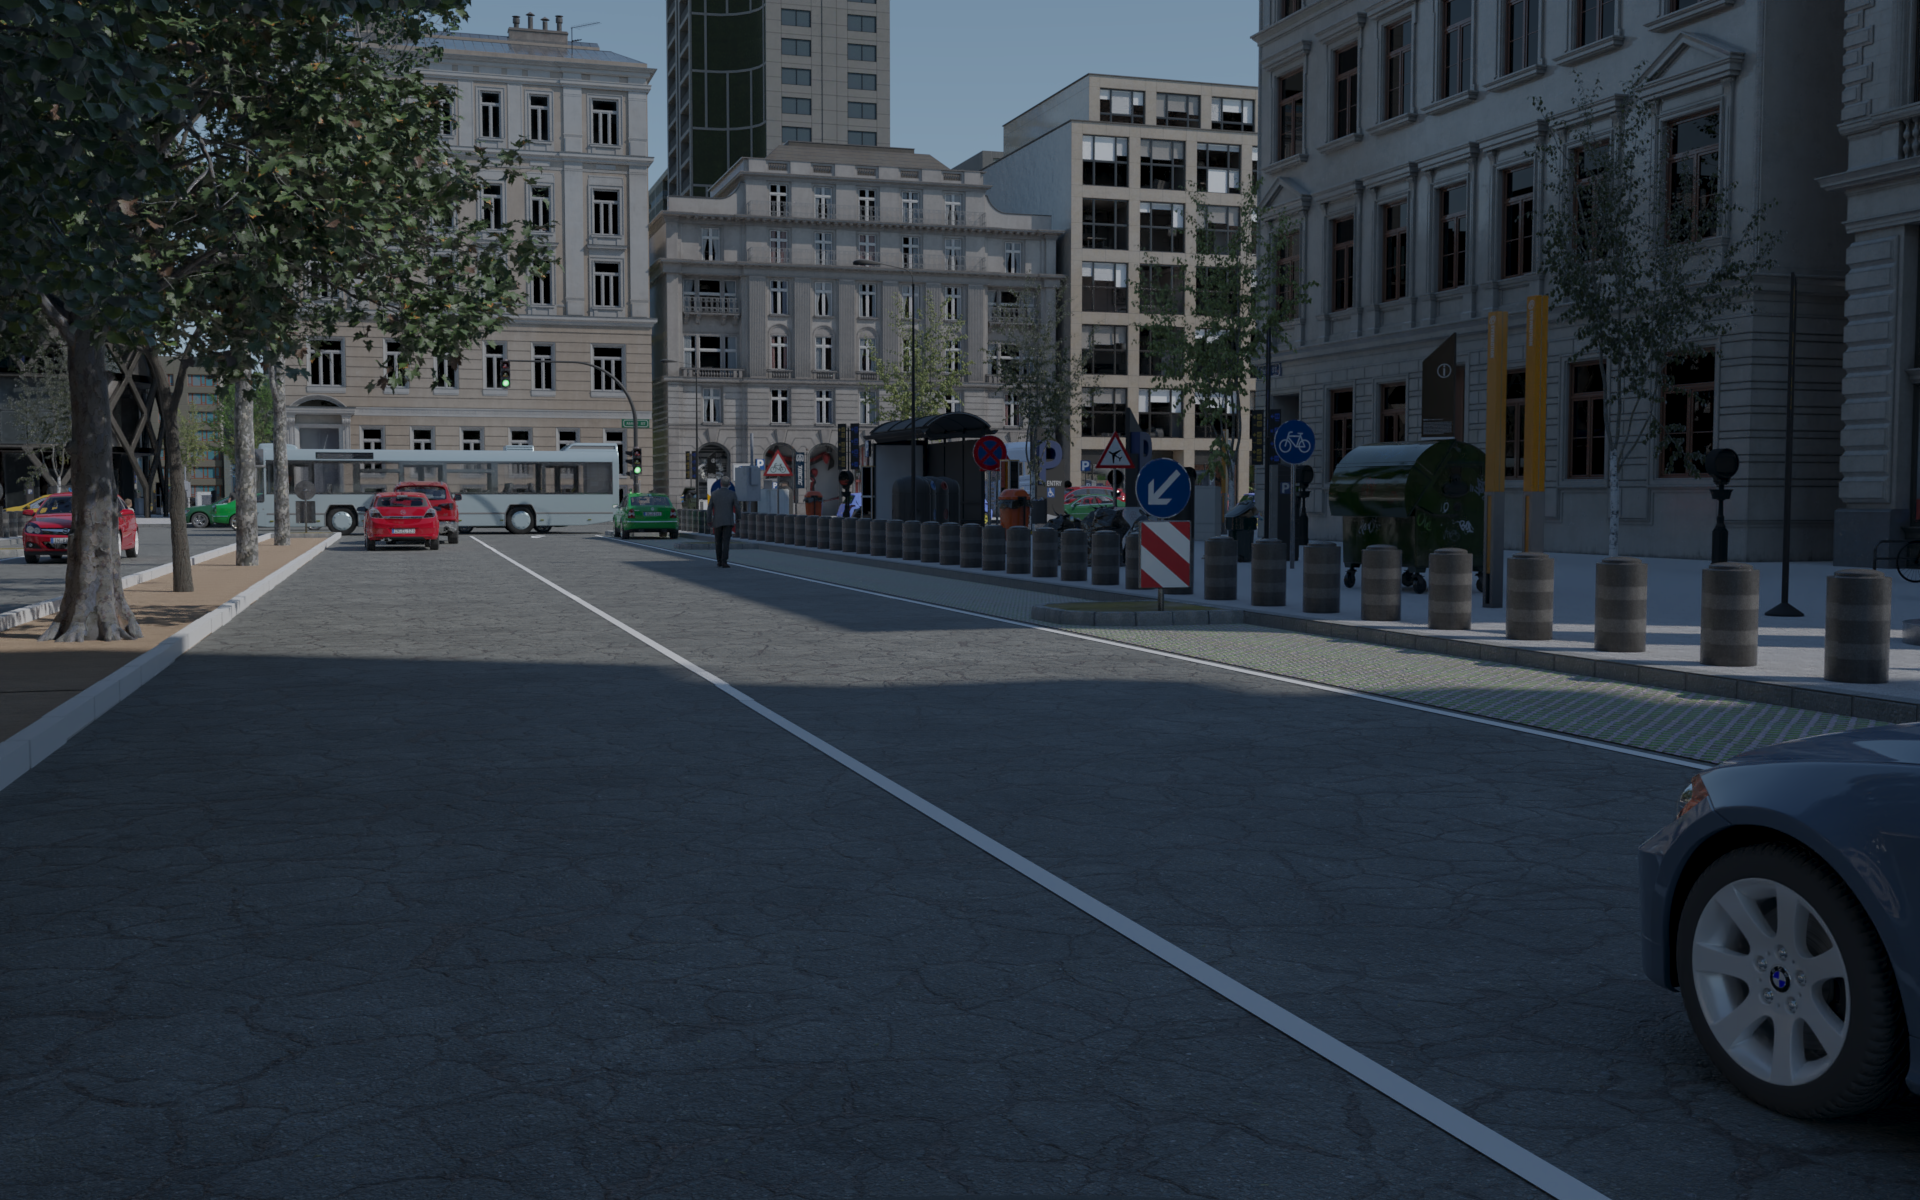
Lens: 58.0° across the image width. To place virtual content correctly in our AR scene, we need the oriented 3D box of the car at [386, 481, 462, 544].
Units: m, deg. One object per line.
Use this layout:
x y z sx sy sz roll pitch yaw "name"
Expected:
-15.870 -2.596 51.111 2.281 1.827 5.304 -1 4 -17 "car"

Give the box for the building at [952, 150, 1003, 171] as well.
7.046 -32.230 210.554 14.086 41.232 14.154 -1 4 -18 "building"

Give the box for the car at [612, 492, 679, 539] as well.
-10.195 -2.888 56.012 1.959 1.807 4.718 -1 4 -16 "car"

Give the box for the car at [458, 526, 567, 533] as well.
-17.121 -3.240 64.770 4.920 1.459 2.131 -1 4 -17 "car"

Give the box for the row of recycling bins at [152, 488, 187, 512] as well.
-54.580 -6.883 119.648 3.534 1.692 1.069 3 4 36 "row of recycling bins"

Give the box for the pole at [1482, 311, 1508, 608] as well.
6.013 -1.567 19.456 0.158 3.312 0.155 0 3 0 "pole"

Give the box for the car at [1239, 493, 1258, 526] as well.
13.567 -3.939 73.991 3.694 1.707 1.945 -1 4 -19 "car"

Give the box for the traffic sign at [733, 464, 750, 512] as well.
-7.381 -3.453 58.594 0.606 2.300 0.079 -1 4 -12 "traffic sign"

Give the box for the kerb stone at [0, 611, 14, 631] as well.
-10.227 0.219 18.617 0.120 0.150 1.000 -1 4 -18 "kerb stone"

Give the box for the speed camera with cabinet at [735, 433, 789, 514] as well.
-6.506 -3.830 56.964 0.660 3.252 2.038 3 4 36 "speed camera with cabinet"

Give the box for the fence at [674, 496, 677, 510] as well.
-13.908 -4.395 83.058 0.480 1.192 2.264 -2 4 -26 "fence"

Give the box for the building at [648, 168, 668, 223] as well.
-21.969 -30.846 196.216 32.217 40.220 23.993 -1 4 -18 "building"

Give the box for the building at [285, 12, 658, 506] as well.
-28.104 -19.102 98.219 20.117 28.700 13.634 -1 4 -18 "building"

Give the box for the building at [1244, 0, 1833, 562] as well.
16.461 -12.624 42.561 11.583 22.565 21.152 -1 4 -18 "building"

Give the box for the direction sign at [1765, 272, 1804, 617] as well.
8.688 -1.599 18.146 0.379 3.537 0.876 2 4 27 "direction sign"

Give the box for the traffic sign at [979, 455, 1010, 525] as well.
0.867 -2.471 40.404 0.884 2.594 0.081 -1 4 -15 "traffic sign"

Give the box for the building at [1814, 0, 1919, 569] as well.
22.924 -11.860 22.789 11.050 23.489 19.941 -1 4 -18 "building"

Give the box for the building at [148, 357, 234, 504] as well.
-119.005 -24.476 245.223 28.899 21.520 27.650 -1 4 -18 "building"

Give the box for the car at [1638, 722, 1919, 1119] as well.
3.169 0.559 2.864 2.014 1.417 4.499 -1 4 -19 "car"

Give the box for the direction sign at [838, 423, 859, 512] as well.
-3.574 -3.887 55.547 0.876 3.537 0.379 3 4 37 "direction sign"

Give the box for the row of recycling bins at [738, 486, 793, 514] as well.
-10.012 -4.939 87.862 3.534 1.692 1.069 2 4 27 "row of recycling bins"

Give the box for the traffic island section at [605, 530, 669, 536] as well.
-11.194 -2.309 60.038 2.009 0.180 2.903 -1 4 -18 "traffic island section"

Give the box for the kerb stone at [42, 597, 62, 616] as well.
-10.859 0.099 20.576 0.120 0.150 1.000 -1 4 -18 "kerb stone"

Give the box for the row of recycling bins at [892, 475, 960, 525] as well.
-0.796 -1.993 39.698 1.069 1.692 3.534 1 4 14 "row of recycling bins"

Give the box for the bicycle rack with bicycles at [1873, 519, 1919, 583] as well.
14.519 -0.673 24.385 2.925 0.926 2.852 -1 4 -11 "bicycle rack with bicycles"

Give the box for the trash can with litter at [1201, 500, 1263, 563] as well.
5.102 -1.290 32.480 1.055 1.170 0.624 -2 4 -26 "trash can with litter"

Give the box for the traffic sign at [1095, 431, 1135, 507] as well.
3.202 -2.196 35.911 0.884 2.594 0.081 -1 4 -16 "traffic sign"

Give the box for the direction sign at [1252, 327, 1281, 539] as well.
4.260 -1.957 24.001 0.379 3.537 0.876 0 4 8 "direction sign"

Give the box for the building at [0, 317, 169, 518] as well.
-51.891 -13.814 93.315 16.811 18.784 16.820 -1 4 -18 "building"

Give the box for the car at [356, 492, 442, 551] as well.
-14.690 -2.227 45.449 2.155 1.783 4.494 -1 4 -20 "car"

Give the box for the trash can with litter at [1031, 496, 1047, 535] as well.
2.807 -2.639 54.197 2.233 1.210 1.678 1 4 23 "trash can with litter"

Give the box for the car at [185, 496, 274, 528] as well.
-30.891 -3.813 74.134 4.920 1.459 2.131 -1 4 -17 "car"

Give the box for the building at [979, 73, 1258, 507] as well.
19.767 -19.087 116.586 34.151 26.468 19.350 -1 4 -18 "building"

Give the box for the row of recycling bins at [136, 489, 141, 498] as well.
-62.822 -7.446 128.858 3.534 1.692 1.069 -3 5 -44 "row of recycling bins"

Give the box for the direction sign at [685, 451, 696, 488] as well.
-14.154 -6.064 91.147 0.876 3.537 0.379 3 5 44 "direction sign"

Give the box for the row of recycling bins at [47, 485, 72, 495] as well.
-41.724 -4.513 80.908 1.069 1.692 3.534 -1 4 -9 "row of recycling bins"

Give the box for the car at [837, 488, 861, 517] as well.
-2.920 -3.536 67.408 3.694 1.707 1.945 -1 4 -19 "car"

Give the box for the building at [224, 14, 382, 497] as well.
-89.083 -57.287 249.306 31.000 86.520 22.319 -1 4 -18 "building"

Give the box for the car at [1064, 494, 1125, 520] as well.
5.611 -4.090 78.675 4.920 1.459 2.131 -1 4 -18 "car"

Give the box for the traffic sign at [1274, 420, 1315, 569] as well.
5.711 -1.810 29.699 0.768 2.556 0.104 -1 4 -15 "traffic sign"

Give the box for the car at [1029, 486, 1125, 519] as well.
5.508 -4.475 81.841 5.304 1.827 2.281 -1 4 -20 "car"

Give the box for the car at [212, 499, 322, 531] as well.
-26.919 -3.636 68.245 4.718 1.807 1.959 -1 4 -19 "car"

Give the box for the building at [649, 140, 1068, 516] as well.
-7.079 -16.109 105.178 24.055 21.916 13.314 -1 4 -18 "building"

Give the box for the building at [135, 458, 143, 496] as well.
-95.279 -33.659 174.018 21.600 48.544 21.300 -1 4 -18 "building"

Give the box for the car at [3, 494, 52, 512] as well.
-36.257 -3.595 69.009 3.980 1.641 2.015 -1 4 -18 "car"

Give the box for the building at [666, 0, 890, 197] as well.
-19.535 -44.886 172.133 20.563 71.187 20.611 -1 4 -18 "building"

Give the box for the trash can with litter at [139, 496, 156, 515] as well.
-50.461 -5.883 107.581 1.055 1.170 0.624 -3 5 -44 "trash can with litter"

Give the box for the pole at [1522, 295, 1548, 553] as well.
5.940 -1.472 17.907 0.158 3.312 0.155 0 3 0 "pole"

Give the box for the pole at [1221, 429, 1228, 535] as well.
8.353 -3.720 54.664 0.158 3.312 0.155 0 3 0 "pole"

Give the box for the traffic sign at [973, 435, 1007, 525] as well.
0.637 -2.290 37.549 0.768 2.556 0.104 -1 4 -15 "traffic sign"

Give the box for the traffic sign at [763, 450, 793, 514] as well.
-5.330 -3.105 50.765 0.884 2.594 0.081 -1 4 -12 "traffic sign"

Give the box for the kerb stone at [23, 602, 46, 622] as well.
-10.537 0.159 19.593 0.120 0.150 1.000 -1 4 -18 "kerb stone"

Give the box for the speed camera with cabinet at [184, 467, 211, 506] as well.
-55.646 -8.054 126.016 2.038 3.252 0.660 -2 4 -32 "speed camera with cabinet"

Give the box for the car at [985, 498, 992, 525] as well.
-0.389 -4.281 79.583 3.694 1.707 1.945 -1 4 -18 "car"

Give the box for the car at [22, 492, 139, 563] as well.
-18.954 -1.735 37.413 2.155 1.783 4.494 -1 4 -18 "car"
